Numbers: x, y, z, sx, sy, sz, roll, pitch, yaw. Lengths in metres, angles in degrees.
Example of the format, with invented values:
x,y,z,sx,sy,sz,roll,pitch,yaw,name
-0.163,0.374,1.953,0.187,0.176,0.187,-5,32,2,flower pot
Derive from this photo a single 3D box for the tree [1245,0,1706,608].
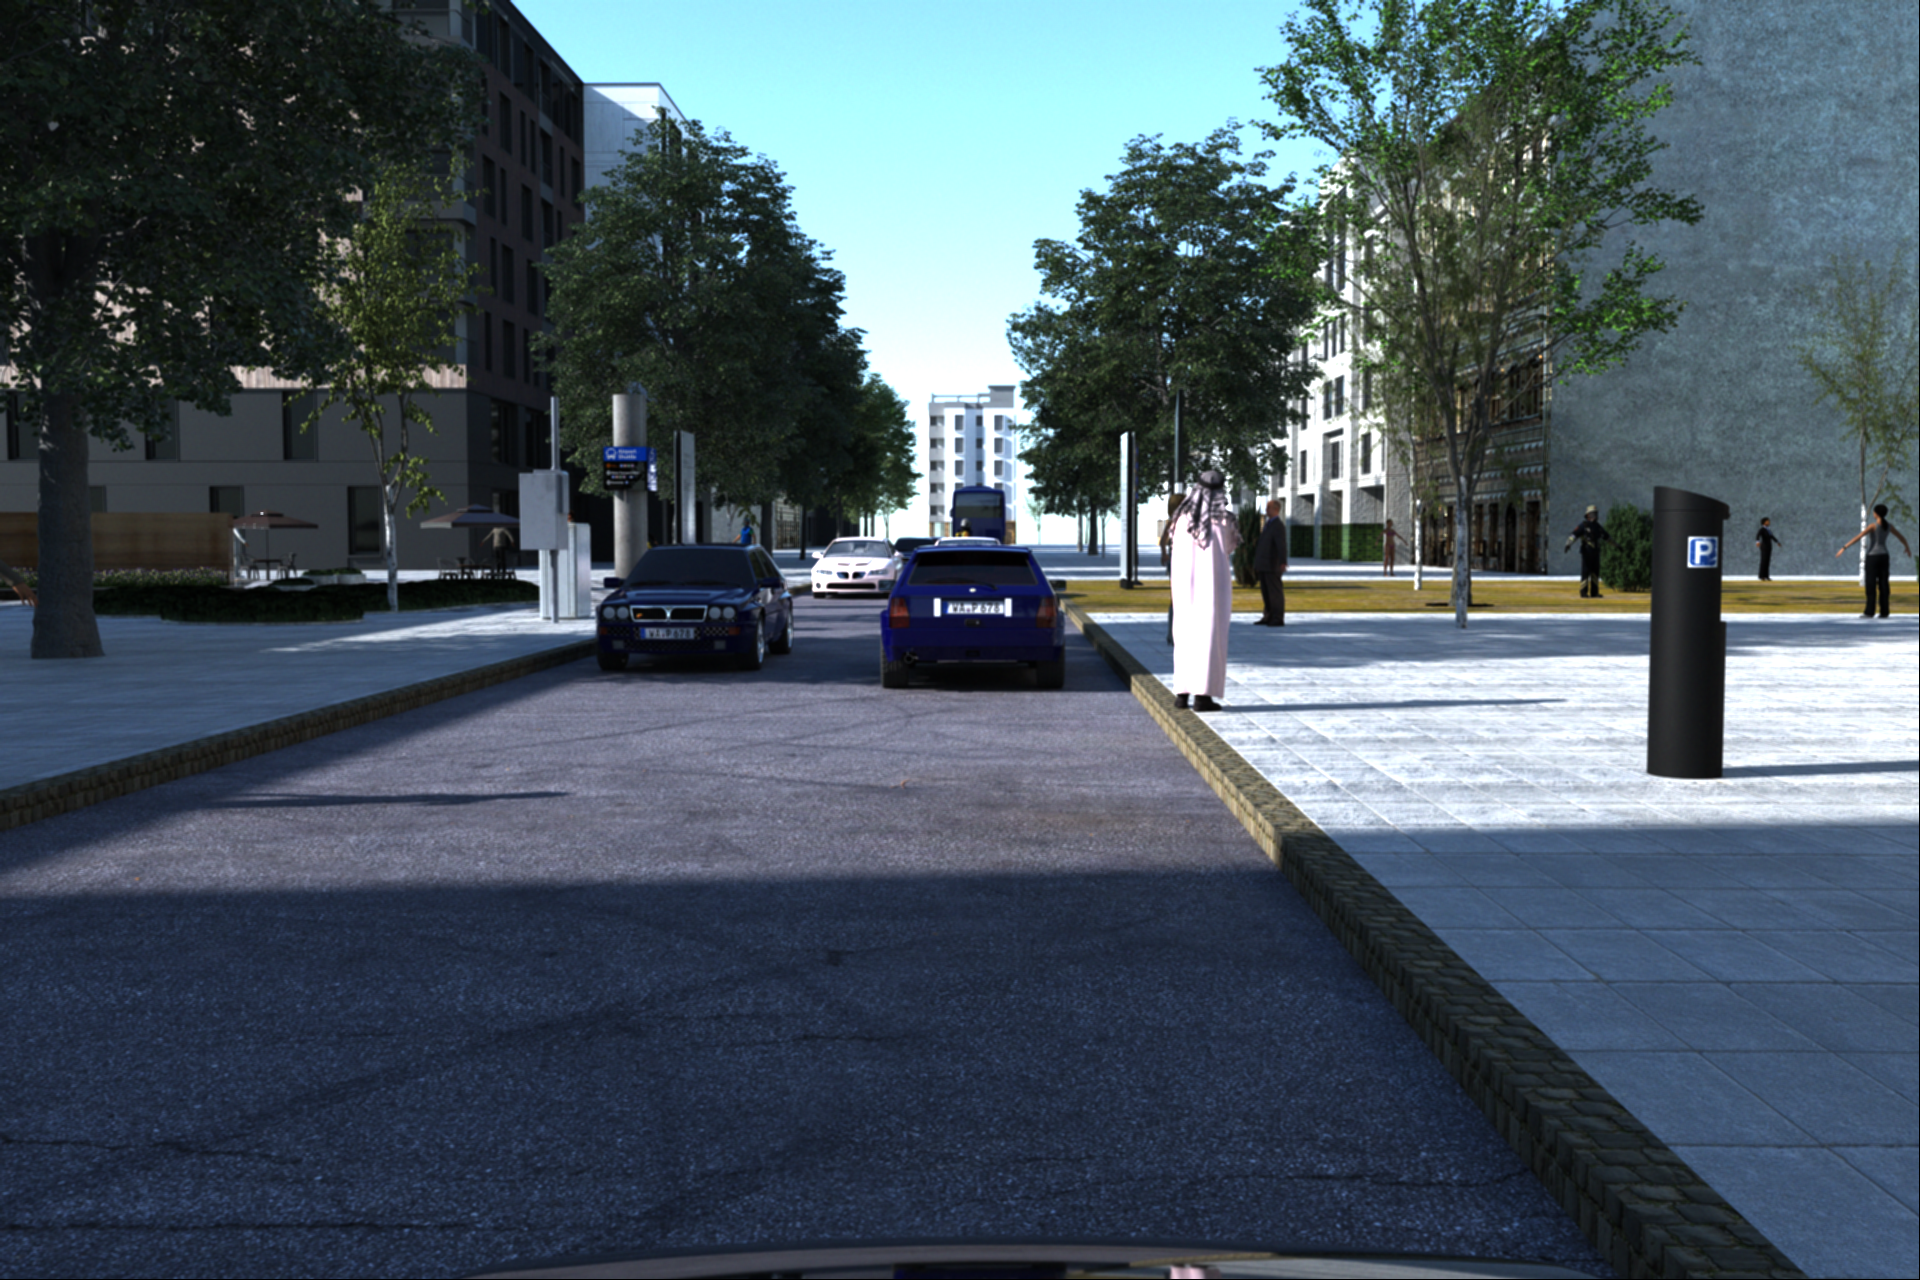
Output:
x,y,z,sx,sy,sz,roll,pitch,yaw,name
8.796,-6.390,30.228,9.928,11.665,9.643,0,3,0,tree

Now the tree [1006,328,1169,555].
x,y,z,sx,sy,sz,roll,pitch,yaw,name
7.924,-12.079,104.149,9.857,13.997,8.962,0,3,0,tree

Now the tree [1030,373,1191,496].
x,y,z,sx,sy,sz,roll,pitch,yaw,name
7.891,-9.095,83.110,8.767,10.594,7.601,-3,4,-39,tree

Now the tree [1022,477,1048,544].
x,y,z,sx,sy,sz,roll,pitch,yaw,name
10.320,-16.470,219.651,4.360,8.622,3.978,0,3,0,tree

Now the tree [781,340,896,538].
x,y,z,sx,sy,sz,roll,pitch,yaw,name
-7.305,-11.207,101.362,7.486,12.596,7.792,0,3,0,tree

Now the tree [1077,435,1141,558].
x,y,z,sx,sy,sz,roll,pitch,yaw,name
7.674,-8.702,92.637,4.360,8.622,3.978,0,3,0,tree

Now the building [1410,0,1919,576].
x,y,z,sx,sy,sz,roll,pitch,yaw,name
27.571,-14.104,61.528,19.493,23.208,18.063,0,4,2,building

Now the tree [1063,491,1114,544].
x,y,z,sx,sy,sz,roll,pitch,yaw,name
16.741,-17.758,224.748,7.601,10.594,8.767,0,4,-4,tree

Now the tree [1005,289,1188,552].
x,y,z,sx,sy,sz,roll,pitch,yaw,name
9.855,-16.410,124.197,12.611,20.169,13.585,0,3,0,tree

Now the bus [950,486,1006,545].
x,y,z,sx,sy,sz,roll,pitch,yaw,name
0.894,-5.895,87.924,2.896,3.916,12.251,0,3,0,bus

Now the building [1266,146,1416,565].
x,y,z,sx,sy,sz,roll,pitch,yaw,name
26.363,-13.493,87.076,16.747,18.905,31.486,0,4,1,building

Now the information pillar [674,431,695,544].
x,y,z,sx,sy,sz,roll,pitch,yaw,name
-6.367,-2.987,40.147,0.184,3.620,1.656,0,4,1,information pillar

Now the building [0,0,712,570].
x,y,z,sx,sy,sz,roll,pitch,yaw,name
-27.569,-14.246,76.901,27.936,21.610,32.646,0,4,1,building

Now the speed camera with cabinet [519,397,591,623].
x,y,z,sx,sy,sz,roll,pitch,yaw,name
-6.015,-1.922,25.757,0.660,3.252,2.038,0,4,1,speed camera with cabinet

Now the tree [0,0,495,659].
x,y,z,sx,sy,sz,roll,pitch,yaw,name
-9.470,-6.796,17.763,9.857,13.997,8.962,0,3,0,tree

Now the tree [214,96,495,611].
x,y,z,sx,sy,sz,roll,pitch,yaw,name
-9.285,-4.721,27.557,4.737,8.622,4.395,0,3,0,tree

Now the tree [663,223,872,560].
x,y,z,sx,sy,sz,roll,pitch,yaw,name
-8.221,-10.158,72.736,9.857,13.997,8.962,0,3,0,tree

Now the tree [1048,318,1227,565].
x,y,z,sx,sy,sz,roll,pitch,yaw,name
7.441,-8.415,71.994,8.767,10.594,7.601,2,4,23,tree

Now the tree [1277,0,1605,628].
x,y,z,sx,sy,sz,roll,pitch,yaw,name
7.039,-4.473,23.491,4.360,8.622,3.978,0,3,0,tree

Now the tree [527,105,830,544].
x,y,z,sx,sy,sz,roll,pitch,yaw,name
-8.595,-8.982,53.513,9.857,13.997,8.962,0,3,0,tree

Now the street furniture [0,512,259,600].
x,y,z,sx,sy,sz,roll,pitch,yaw,name
-19.489,-1.786,36.059,9.812,1.723,11.010,-1,4,-20,street furniture

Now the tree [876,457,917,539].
x,y,z,sx,sy,sz,roll,pitch,yaw,name
-9.551,-18.209,223.465,9.928,11.665,9.643,0,3,0,tree

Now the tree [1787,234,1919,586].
x,y,z,sx,sy,sz,roll,pitch,yaw,name
22.361,-5.671,43.077,4.360,8.622,3.978,0,3,0,tree

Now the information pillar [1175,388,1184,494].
x,y,z,sx,sy,sz,roll,pitch,yaw,name
3.555,-2.251,28.153,0.183,3.616,0.504,0,4,1,information pillar

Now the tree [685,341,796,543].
x,y,z,sx,sy,sz,roll,pitch,yaw,name
-8.260,-6.934,63.727,4.737,8.622,4.395,0,3,0,tree

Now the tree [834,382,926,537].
x,y,z,sx,sy,sz,roll,pitch,yaw,name
-6.297,-12.934,129.591,7.486,12.596,7.792,0,3,0,tree

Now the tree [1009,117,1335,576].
x,y,z,sx,sy,sz,roll,pitch,yaw,name
6.602,-8.965,53.228,9.857,13.997,8.962,0,3,0,tree

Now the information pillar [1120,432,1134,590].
x,y,z,sx,sy,sz,roll,pitch,yaw,name
3.918,-3.015,40.606,0.184,3.620,1.656,0,4,0,information pillar

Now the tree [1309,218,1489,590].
x,y,z,sx,sy,sz,roll,pitch,yaw,name
10.782,-5.464,39.706,4.360,8.622,3.978,0,3,0,tree

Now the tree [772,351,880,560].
x,y,z,sx,sy,sz,roll,pitch,yaw,name
-7.496,-9.259,85.805,7.601,10.594,8.767,-1,4,-17,tree

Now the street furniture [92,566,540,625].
x,y,z,sx,sy,sz,roll,pitch,yaw,name
-10.719,-0.847,29.469,5.734,0.657,10.072,1,4,12,street furniture

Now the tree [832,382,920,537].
x,y,z,sx,sy,sz,roll,pitch,yaw,name
-6.304,-11.752,117.907,9.928,11.665,9.643,0,3,0,tree
